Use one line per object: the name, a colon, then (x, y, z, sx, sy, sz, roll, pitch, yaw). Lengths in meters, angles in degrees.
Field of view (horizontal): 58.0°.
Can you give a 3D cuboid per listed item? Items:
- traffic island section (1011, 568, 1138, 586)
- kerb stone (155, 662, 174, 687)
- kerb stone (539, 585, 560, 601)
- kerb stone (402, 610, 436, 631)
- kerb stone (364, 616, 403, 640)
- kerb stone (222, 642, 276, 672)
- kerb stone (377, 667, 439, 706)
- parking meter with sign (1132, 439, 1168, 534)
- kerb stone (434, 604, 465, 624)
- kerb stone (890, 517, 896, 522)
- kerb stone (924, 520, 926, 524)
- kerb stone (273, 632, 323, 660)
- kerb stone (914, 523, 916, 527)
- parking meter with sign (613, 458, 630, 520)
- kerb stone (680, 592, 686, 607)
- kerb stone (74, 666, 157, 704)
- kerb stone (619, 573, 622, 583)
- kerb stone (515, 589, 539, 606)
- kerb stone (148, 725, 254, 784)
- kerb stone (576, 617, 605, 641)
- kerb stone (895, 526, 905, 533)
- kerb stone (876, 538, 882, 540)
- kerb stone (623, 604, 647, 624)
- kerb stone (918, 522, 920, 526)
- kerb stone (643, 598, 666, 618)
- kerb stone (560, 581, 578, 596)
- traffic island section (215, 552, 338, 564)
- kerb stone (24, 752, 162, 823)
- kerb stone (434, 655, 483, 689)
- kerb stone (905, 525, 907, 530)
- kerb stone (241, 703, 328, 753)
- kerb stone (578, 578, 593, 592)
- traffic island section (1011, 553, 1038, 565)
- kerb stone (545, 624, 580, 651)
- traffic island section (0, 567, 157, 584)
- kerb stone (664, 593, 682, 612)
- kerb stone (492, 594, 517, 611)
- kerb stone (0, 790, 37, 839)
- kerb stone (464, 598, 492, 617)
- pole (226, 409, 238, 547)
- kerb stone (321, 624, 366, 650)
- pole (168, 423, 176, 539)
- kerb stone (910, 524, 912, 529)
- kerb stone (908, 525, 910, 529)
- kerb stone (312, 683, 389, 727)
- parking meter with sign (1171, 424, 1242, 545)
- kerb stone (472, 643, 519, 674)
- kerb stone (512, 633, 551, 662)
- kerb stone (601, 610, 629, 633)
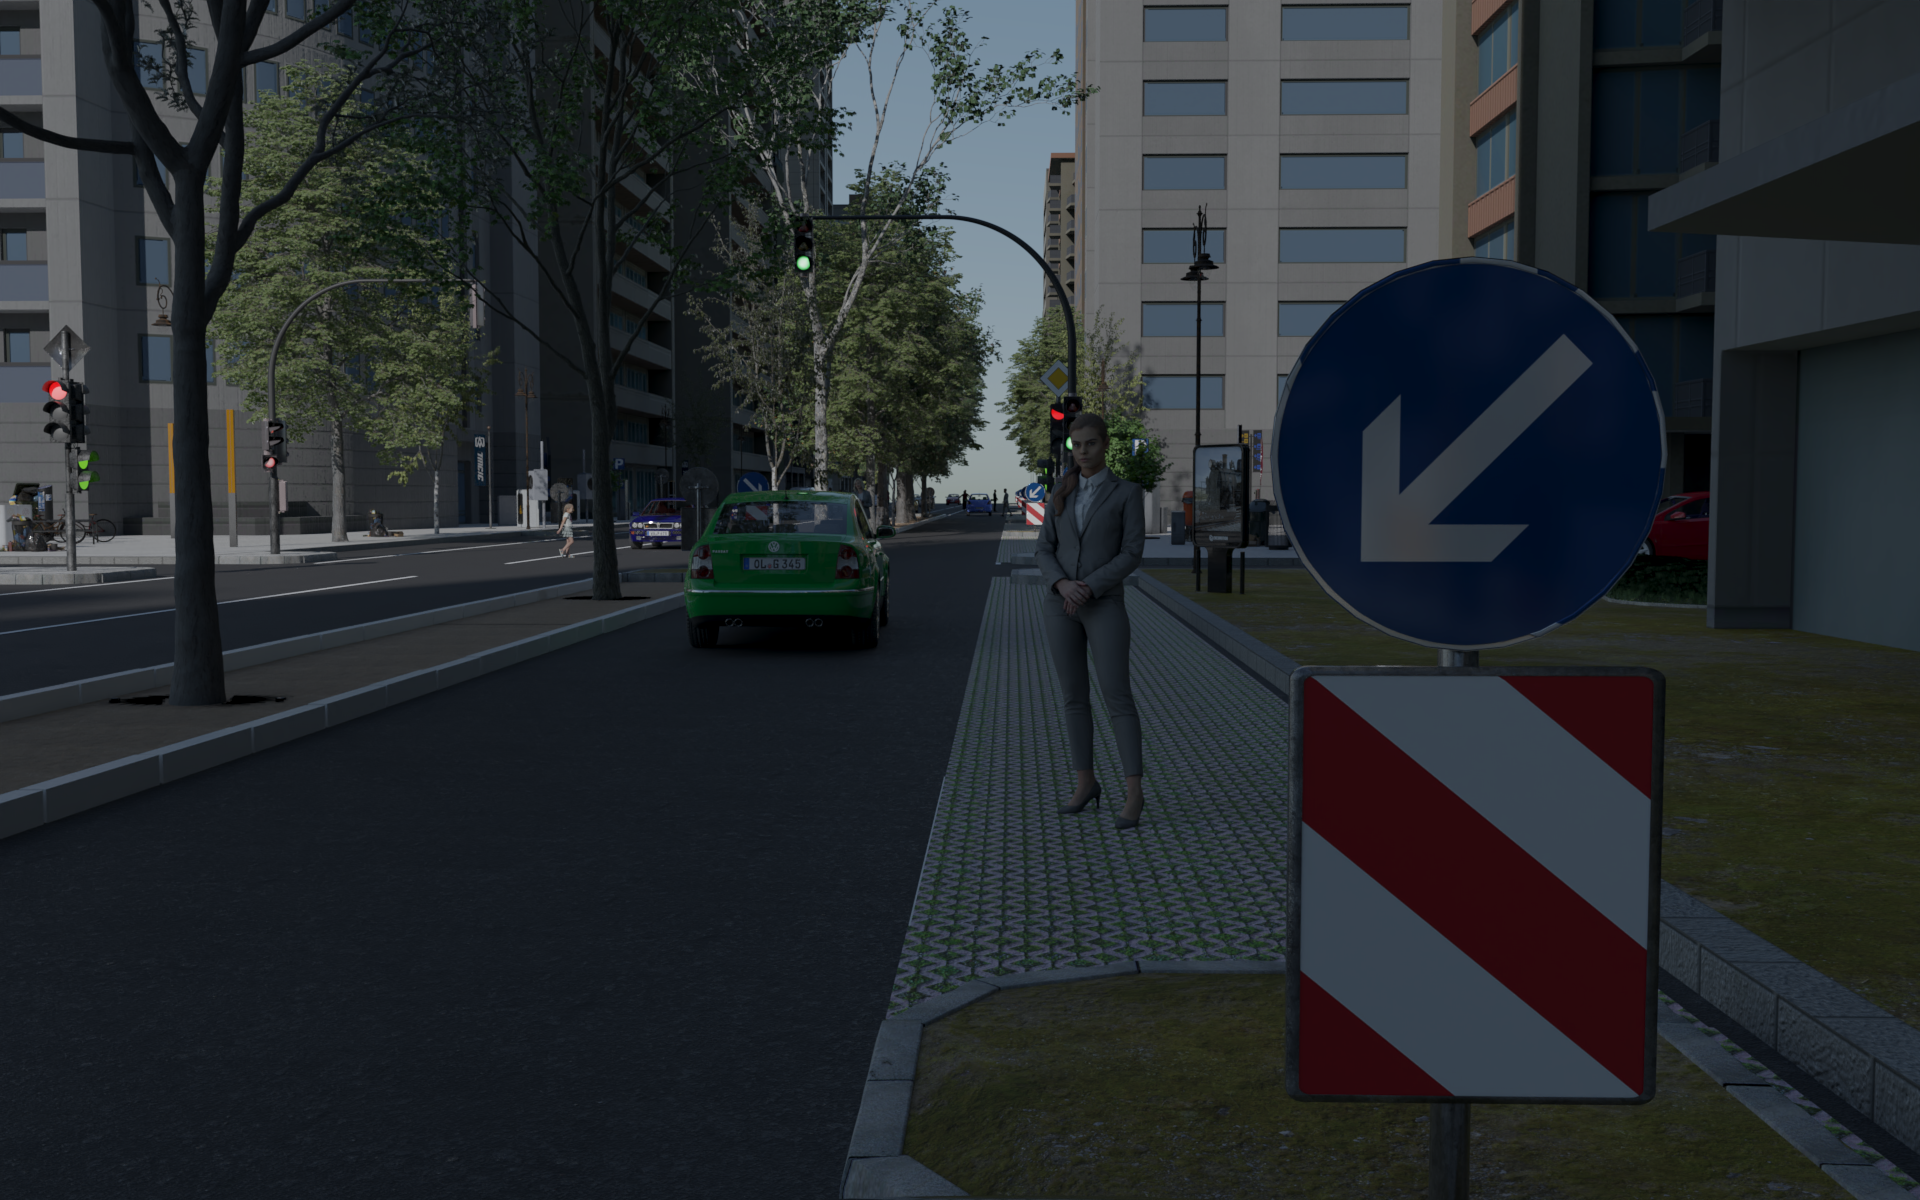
traffic island section: (1.840, -0.375, 28.416, 2.009, 0.180, 2.903, 0, 4, 2)
kerb stone: (-5.959, 0.553, 13.245, 0.120, 0.150, 1.000, 0, 4, 2)
kerb stone: (-5.655, -0.079, 23.488, 0.120, 0.150, 1.000, 0, 4, 2)
kerb stone: (-5.812, 0.235, 18.363, 0.120, 0.150, 1.000, 0, 4, 2)
kerb stone: (-5.835, 0.297, 17.341, 0.120, 0.150, 1.000, 0, 4, 2)
kerb stone: (-5.928, 0.485, 14.266, 0.120, 0.150, 1.000, 0, 4, 2)
kerb stone: (-3.897, 0.615, 12.146, 0.120, 0.150, 1.000, 0, 4, 2)
parking meter with sign: (6.122, -3.619, 55.424, 0.543, 3.016, 1.738, 2, 4, 30)
kerb stone: (-5.784, 0.172, 19.385, 0.120, 0.150, 1.000, 0, 4, 2)
kerb stone: (-3.550, -4.366, 93.722, 0.120, 0.150, 1.000, 0, 4, 2)
kerb stone: (-1.816, -3.618, 81.344, 0.120, 0.150, 1.000, 0, 4, 2)
kerb stone: (-5.908, 0.422, 15.288, 0.120, 0.150, 1.000, 0, 4, 2)
kerb stone: (-2.063, -3.115, 73.128, 0.120, 0.150, 1.000, 0, 4, 2)
parking meter with sign: (-16.528, -5.420, 84.878, 0.543, 3.016, 1.738, 0, 3, 0)
kerb stone: (-3.585, -0.012, 22.400, 0.120, 0.150, 1.000, 0, 4, 2)
kerb stone: (-5.992, 0.610, 12.223, 0.120, 0.150, 1.000, 0, 4, 2)
kerb stone: (-5.526, -0.330, 27.595, 0.120, 0.150, 1.000, 0, 4, 2)
kerb stone: (-5.682, -0.016, 22.453, 0.120, 0.150, 1.000, 0, 4, 2)
kerb stone: (-3.985, 0.808, 9.062, 0.120, 0.150, 1.000, 0, 4, 2)
kerb stone: (-3.746, 0.301, 17.268, 0.120, 0.150, 1.000, 0, 4, 2)
kerb stone: (-2.274, -2.675, 65.961, 0.120, 0.150, 1.000, 0, 4, 2)
kerb stone: (-2.557, -2.111, 56.711, 0.120, 0.150, 1.000, 0, 4, 2)
kerb stone: (-3.682, 0.176, 19.326, 0.120, 0.150, 1.000, 0, 4, 2)
kerb stone: (-1.970, -3.303, 76.199, 0.120, 0.150, 1.000, 0, 4, 2)
kerb stone: (-3.648, 0.113, 20.347, 0.120, 0.150, 1.000, 0, 4, 2)
kerb stone: (-5.621, -0.141, 24.510, 0.120, 0.150, 1.000, 0, 4, 2)
traffic island section: (-14.604, -0.894, 36.901, 2.009, 0.180, 2.903, 0, 4, 2)
kerb stone: (-4.020, 0.868, 8.037, 0.120, 0.150, 1.000, 0, 4, 2)
kerb stone: (-3.862, 0.558, 13.168, 0.120, 0.150, 1.000, 0, 4, 2)
kerb stone: (-2.245, -2.736, 66.983, 0.120, 0.150, 1.000, 0, 4, 2)
kerb stone: (-3.954, 0.748, 10.086, 0.120, 0.150, 1.000, 0, 4, 2)
kerb stone: (-5.603, -0.197, 25.532, 0.120, 0.150, 1.000, 0, 4, 2)
traffic island section: (2.079, -0.863, 36.397, 2.009, 0.180, 2.903, 0, 4, 2)
kerb stone: (-3.774, 0.364, 16.241, 0.120, 0.150, 1.000, 0, 4, 2)
traffic island section: (-14.844, -0.406, 28.920, 2.009, 0.180, 2.903, 0, 4, 2)
kerb stone: (-3.618, 0.050, 21.373, 0.120, 0.150, 1.000, 0, 4, 2)
kerb stone: (-5.721, 0.049, 21.429, 0.120, 0.150, 1.000, 0, 4, 2)
kerb stone: (-4.050, 0.930, 7.013, 0.120, 0.150, 1.000, 0, 4, 2)
kerb stone: (-5.749, 0.109, 20.406, 0.120, 0.150, 1.000, 0, 4, 2)
pole: (-17.591, -2.937, 41.857, 0.158, 3.312, 0.155, 0, 3, 0)
kerb stone: (-5.869, 0.359, 16.319, 0.120, 0.150, 1.000, 0, 4, 2)
pole: (-22.695, -3.432, 49.965, 0.158, 3.312, 0.155, 0, 3, 0)
kerb stone: (-2.150, -2.924, 70.061, 0.120, 0.150, 1.000, 0, 4, 2)
kerb stone: (-2.191, -2.865, 69.040, 0.120, 0.150, 1.000, 0, 4, 2)
kerb stone: (-3.924, 0.681, 11.120, 0.120, 0.150, 1.000, 0, 4, 2)
parking meter with sign: (6.199, -2.898, 43.635, 1.738, 3.016, 0.543, 0, 4, 5)
kerb stone: (-3.835, 0.491, 14.194, 0.120, 0.150, 1.000, 0, 4, 2)
kerb stone: (-3.806, 0.429, 15.217, 0.120, 0.150, 1.000, 0, 4, 2)
kerb stone: (-3.700, 0.238, 18.299, 0.120, 0.150, 1.000, 0, 4, 2)
